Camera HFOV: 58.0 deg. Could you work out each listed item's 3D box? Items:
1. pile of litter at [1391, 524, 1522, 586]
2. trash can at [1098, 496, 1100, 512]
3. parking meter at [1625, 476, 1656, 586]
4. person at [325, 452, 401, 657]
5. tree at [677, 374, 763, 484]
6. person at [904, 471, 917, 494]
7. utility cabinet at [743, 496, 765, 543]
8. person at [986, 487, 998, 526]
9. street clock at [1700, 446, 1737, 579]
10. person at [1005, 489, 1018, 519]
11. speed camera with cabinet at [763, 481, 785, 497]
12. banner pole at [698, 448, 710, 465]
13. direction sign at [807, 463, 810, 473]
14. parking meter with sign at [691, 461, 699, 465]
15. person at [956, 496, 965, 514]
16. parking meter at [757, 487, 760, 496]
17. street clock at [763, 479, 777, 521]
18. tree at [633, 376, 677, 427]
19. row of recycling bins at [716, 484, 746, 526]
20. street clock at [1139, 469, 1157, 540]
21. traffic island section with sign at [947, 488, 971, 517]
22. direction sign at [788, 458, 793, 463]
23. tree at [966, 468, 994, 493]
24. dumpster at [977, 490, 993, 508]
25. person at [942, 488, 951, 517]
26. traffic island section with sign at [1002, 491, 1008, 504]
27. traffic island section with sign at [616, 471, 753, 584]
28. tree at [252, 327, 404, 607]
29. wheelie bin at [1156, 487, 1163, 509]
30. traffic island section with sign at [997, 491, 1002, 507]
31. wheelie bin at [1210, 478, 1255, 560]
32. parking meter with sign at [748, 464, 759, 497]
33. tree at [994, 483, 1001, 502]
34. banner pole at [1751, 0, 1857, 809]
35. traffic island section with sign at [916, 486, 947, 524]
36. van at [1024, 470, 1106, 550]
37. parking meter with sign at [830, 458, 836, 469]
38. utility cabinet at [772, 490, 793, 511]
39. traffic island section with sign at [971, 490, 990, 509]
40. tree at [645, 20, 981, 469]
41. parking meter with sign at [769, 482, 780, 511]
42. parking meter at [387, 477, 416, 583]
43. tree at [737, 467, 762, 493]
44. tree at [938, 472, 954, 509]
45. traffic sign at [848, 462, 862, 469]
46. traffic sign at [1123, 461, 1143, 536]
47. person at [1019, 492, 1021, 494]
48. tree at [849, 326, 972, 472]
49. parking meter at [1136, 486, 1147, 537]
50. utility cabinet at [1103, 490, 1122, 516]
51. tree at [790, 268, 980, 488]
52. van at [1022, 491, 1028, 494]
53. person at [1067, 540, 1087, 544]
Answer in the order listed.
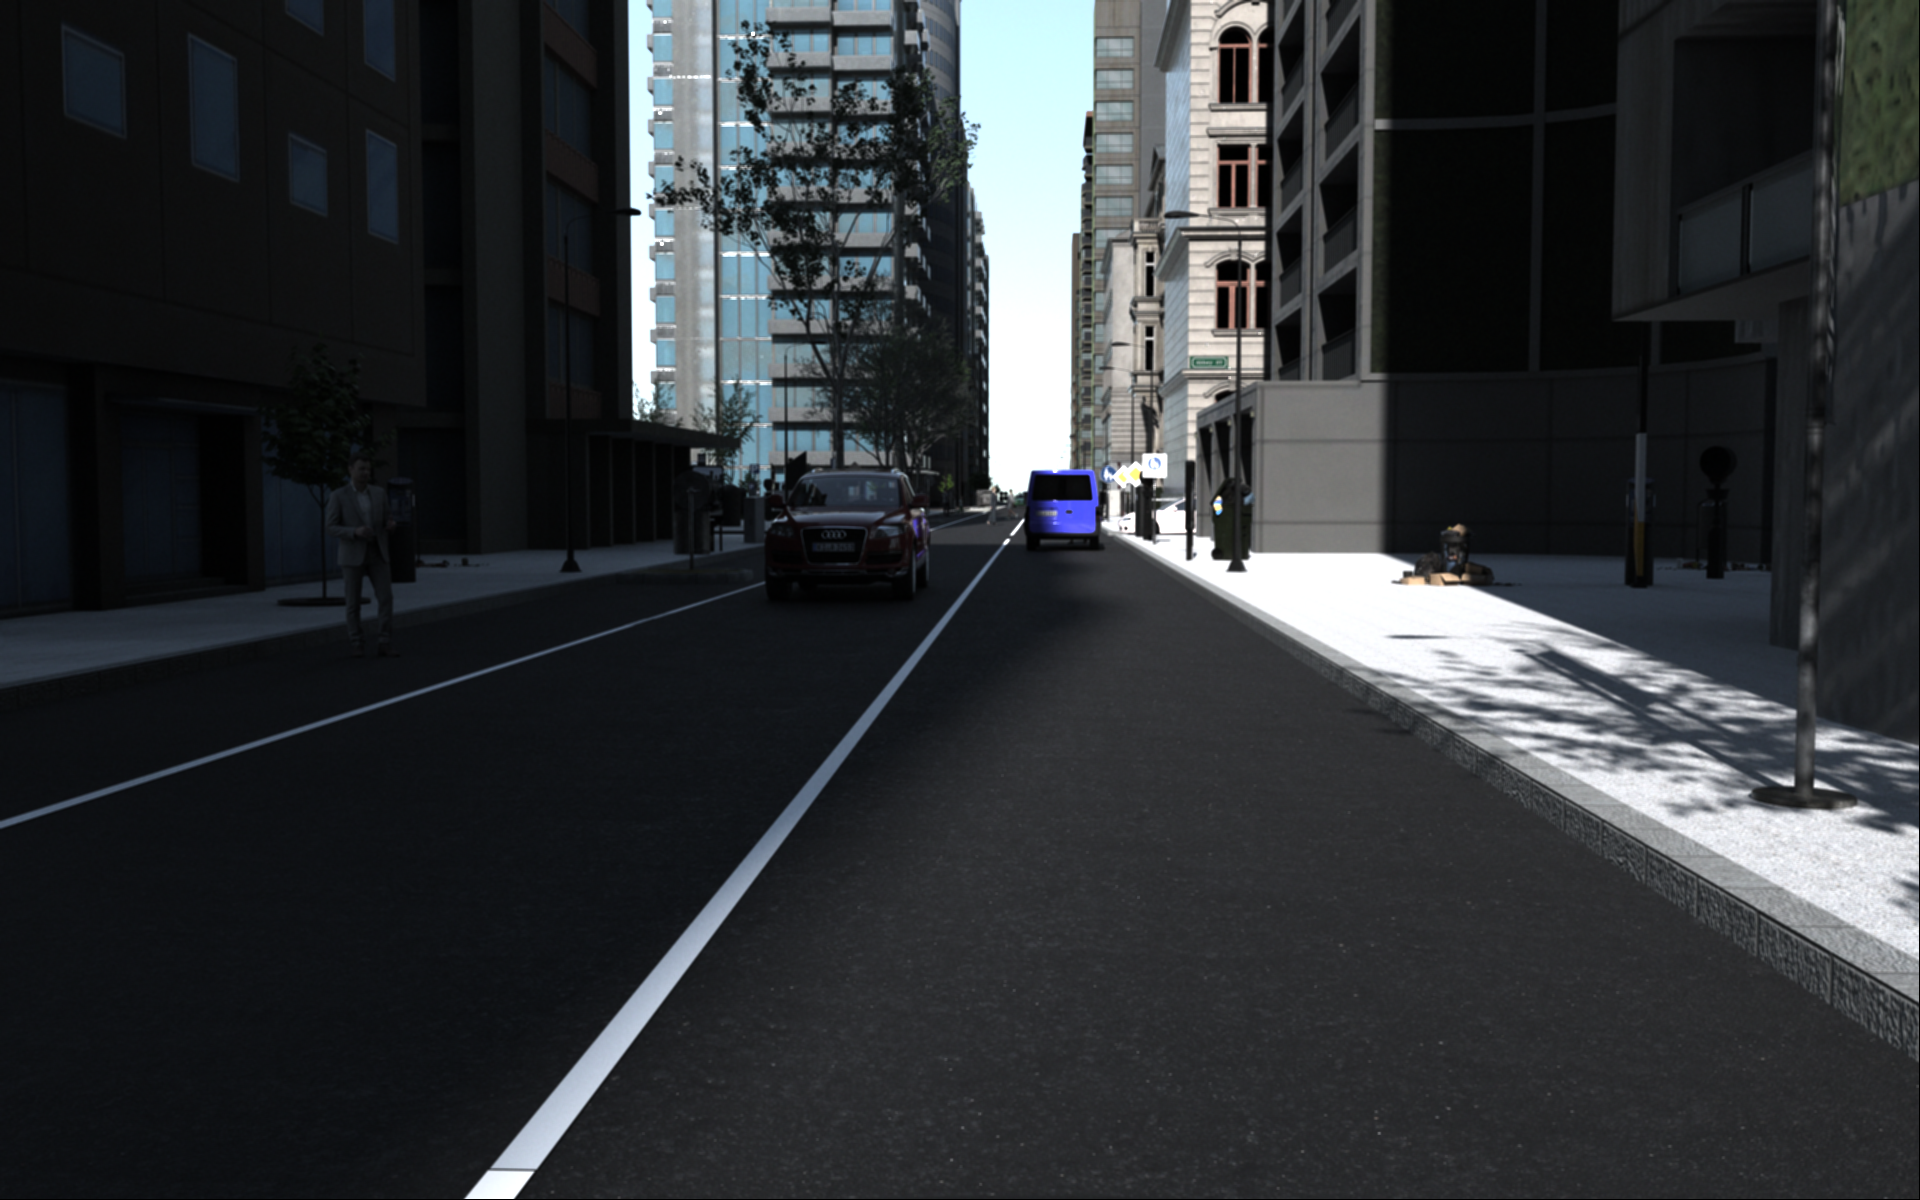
[{"bbox_3d":[7.044,-0.647,24.544,1.719,0.858,1.176,2,4,33],"label":"pile of litter"},{"bbox_3d":[9.348,-6.340,115.319,0.748,1.137,0.748,0,3,0],"label":"trash can"},{"bbox_3d":[9.563,-0.975,24.353,0.372,1.533,0.369,0,3,0],"label":"parking meter"},{"bbox_3d":[-5.201,-0.397,15.190,0.583,1.804,0.606,3,5,44],"label":"person"},{"bbox_3d":[-14.207,-9.495,105.599,4.737,8.622,4.395,0,3,0],"label":"tree"},{"bbox_3d":[-0.912,-1.276,29.463,0.850,1.850,0.679,-2,4,-30],"label":"person"},{"bbox_3d":[-5.433,-2.110,45.664,0.306,1.237,1.020,-2,4,-23],"label":"utility cabinet"},{"bbox_3d":[1.476,-4.270,78.738,0.534,1.772,0.576,-1,4,-15],"label":"person"},{"bbox_3d":[11.457,-1.324,26.216,0.358,2.002,0.471,-3,5,-43],"label":"street clock"},{"bbox_3d":[2.955,-5.497,99.121,0.760,1.731,0.466,1,4,18],"label":"person"},{"bbox_3d":[-12.796,-7.787,121.653,2.038,3.252,0.660,1,4,19],"label":"speed camera with cabinet"},{"bbox_3d":[-13.879,-6.376,94.270,0.863,3.779,0.401,-1,4,-18],"label":"banner pole"},{"bbox_3d":[-11.223,-8.339,128.335,0.379,3.537,0.876,1,4,10],"label":"direction sign"},{"bbox_3d":[-13.567,-5.919,93.029,0.543,3.016,1.738,3,5,42],"label":"parking meter with sign"},{"bbox_3d":[0.043,-6.229,114.586,0.590,1.304,0.306,1,4,19],"label":"person"},{"bbox_3d":[-16.003,-8.027,136.950,0.399,1.863,0.255,0,4,-4],"label":"parking meter"},{"bbox_3d":[-9.152,-4.777,82.679,0.358,2.002,0.471,2,4,28],"label":"street clock"},{"bbox_3d":[-19.223,-9.602,107.361,4.737,8.622,4.395,0,3,0],"label":"tree"},{"bbox_3d":[-10.425,-3.762,68.619,3.534,1.692,1.069,-1,4,-23],"label":"row of recycling bins"},{"bbox_3d":[5.240,-2.674,48.297,0.471,2.002,0.358,-2,4,-32],"label":"street clock"},{"bbox_3d":[-0.495,-6.269,111.126,1.989,1.847,2.006,0,4,3],"label":"traffic island section with sign"},{"bbox_3d":[-10.461,-7.167,109.182,0.876,3.537,0.379,-3,5,-42],"label":"direction sign"},{"bbox_3d":[2.449,-14.082,213.946,4.285,4.588,4.351,0,3,0],"label":"tree"},{"bbox_3d":[2.531,-9.758,167.763,1.865,1.857,1.264,0,4,2],"label":"dumpster"},{"bbox_3d":[-0.856,-6.172,109.600,0.592,1.802,0.473,-3,4,-38],"label":"person"},{"bbox_3d":[5.909,-14.346,243.184,1.989,1.847,2.006,0,4,3],"label":"traffic island section with sign"},{"bbox_3d":[-4.489,-1.226,28.667,1.989,1.847,2.006,0,4,3],"label":"traffic island section with sign"},{"bbox_3d":[-7.324,-1.568,20.233,1.663,3.219,1.824,0,3,0],"label":"tree"},{"bbox_3d":[8.815,-4.315,78.457,0.980,1.594,0.693,0,4,-5],"label":"wheelie bin"},{"bbox_3d":[3.255,-10.997,188.431,1.989,1.847,2.006,0,4,3],"label":"traffic island section with sign"},{"bbox_3d":[5.332,-1.580,33.746,0.693,1.594,0.980,3,4,37],"label":"wheelie bin"},{"bbox_3d":[-12.007,-6.351,100.098,0.543,3.016,1.738,0,4,4],"label":"parking meter with sign"},{"bbox_3d":[6.182,-18.481,296.769,1.663,3.219,1.824,0,3,0],"label":"tree"},{"bbox_3d":[3.653,-1.058,7.318,0.401,3.779,0.863,2,4,33],"label":"banner pole"},{"bbox_3d":[-1.795,-4.618,84.135,1.989,1.847,2.006,0,4,3],"label":"traffic island section with sign"},{"bbox_3d":[2.747,-2.533,45.799,2.240,2.365,5.245,0,4,4],"label":"van"},{"bbox_3d":[-5.709,-5.365,83.983,0.543,3.016,1.738,-2,4,-25],"label":"parking meter with sign"},{"bbox_3d":[-10.568,-5.781,103.190,1.173,1.500,0.318,-1,4,-13],"label":"utility cabinet"},{"bbox_3d":[1.914,-9.318,160.984,1.989,1.847,2.006,0,4,3],"label":"traffic island section with sign"},{"bbox_3d":[-6.393,-13.175,71.302,12.611,20.169,13.585,0,3,0],"label":"tree"},{"bbox_3d":[-12.009,-7.063,111.747,1.738,3.016,0.543,-1,4,-20],"label":"parking meter with sign"},{"bbox_3d":[-8.102,-1.022,25.121,0.372,1.533,0.369,0,3,0],"label":"parking meter"},{"bbox_3d":[-15.135,-7.894,123.664,1.663,3.219,1.824,0,3,0],"label":"tree"},{"bbox_3d":[-0.944,-9.571,151.082,1.663,3.219,1.824,0,3,0],"label":"tree"},{"bbox_3d":[-3.253,-3.051,53.525,0.795,2.450,0.064,0,4,3],"label":"traffic sign"},{"bbox_3d":[5.380,-3.024,53.088,0.795,2.450,0.064,0,4,3],"label":"traffic sign"},{"bbox_3d":[8.601,-14.598,247.625,0.683,1.767,0.568,2,4,28],"label":"person"},{"bbox_3d":[-3.081,-11.006,105.701,9.928,11.665,9.643,0,3,0],"label":"tree"},{"bbox_3d":[5.465,-2.663,51.947,0.372,1.533,0.369,0,3,0],"label":"parking meter"},{"bbox_3d":[8.575,-5.489,98.423,1.173,1.500,0.318,1,4,23],"label":"utility cabinet"},{"bbox_3d":[-4.099,-11.299,95.100,12.009,13.543,11.850,0,3,0],"label":"tree"},{"bbox_3d":[9.817,-15.135,254.460,2.013,2.044,4.112,0,4,2],"label":"van"},{"bbox_3d":[3.306,-2.515,49.712,0.616,1.811,0.778,3,5,43],"label":"person"}]
